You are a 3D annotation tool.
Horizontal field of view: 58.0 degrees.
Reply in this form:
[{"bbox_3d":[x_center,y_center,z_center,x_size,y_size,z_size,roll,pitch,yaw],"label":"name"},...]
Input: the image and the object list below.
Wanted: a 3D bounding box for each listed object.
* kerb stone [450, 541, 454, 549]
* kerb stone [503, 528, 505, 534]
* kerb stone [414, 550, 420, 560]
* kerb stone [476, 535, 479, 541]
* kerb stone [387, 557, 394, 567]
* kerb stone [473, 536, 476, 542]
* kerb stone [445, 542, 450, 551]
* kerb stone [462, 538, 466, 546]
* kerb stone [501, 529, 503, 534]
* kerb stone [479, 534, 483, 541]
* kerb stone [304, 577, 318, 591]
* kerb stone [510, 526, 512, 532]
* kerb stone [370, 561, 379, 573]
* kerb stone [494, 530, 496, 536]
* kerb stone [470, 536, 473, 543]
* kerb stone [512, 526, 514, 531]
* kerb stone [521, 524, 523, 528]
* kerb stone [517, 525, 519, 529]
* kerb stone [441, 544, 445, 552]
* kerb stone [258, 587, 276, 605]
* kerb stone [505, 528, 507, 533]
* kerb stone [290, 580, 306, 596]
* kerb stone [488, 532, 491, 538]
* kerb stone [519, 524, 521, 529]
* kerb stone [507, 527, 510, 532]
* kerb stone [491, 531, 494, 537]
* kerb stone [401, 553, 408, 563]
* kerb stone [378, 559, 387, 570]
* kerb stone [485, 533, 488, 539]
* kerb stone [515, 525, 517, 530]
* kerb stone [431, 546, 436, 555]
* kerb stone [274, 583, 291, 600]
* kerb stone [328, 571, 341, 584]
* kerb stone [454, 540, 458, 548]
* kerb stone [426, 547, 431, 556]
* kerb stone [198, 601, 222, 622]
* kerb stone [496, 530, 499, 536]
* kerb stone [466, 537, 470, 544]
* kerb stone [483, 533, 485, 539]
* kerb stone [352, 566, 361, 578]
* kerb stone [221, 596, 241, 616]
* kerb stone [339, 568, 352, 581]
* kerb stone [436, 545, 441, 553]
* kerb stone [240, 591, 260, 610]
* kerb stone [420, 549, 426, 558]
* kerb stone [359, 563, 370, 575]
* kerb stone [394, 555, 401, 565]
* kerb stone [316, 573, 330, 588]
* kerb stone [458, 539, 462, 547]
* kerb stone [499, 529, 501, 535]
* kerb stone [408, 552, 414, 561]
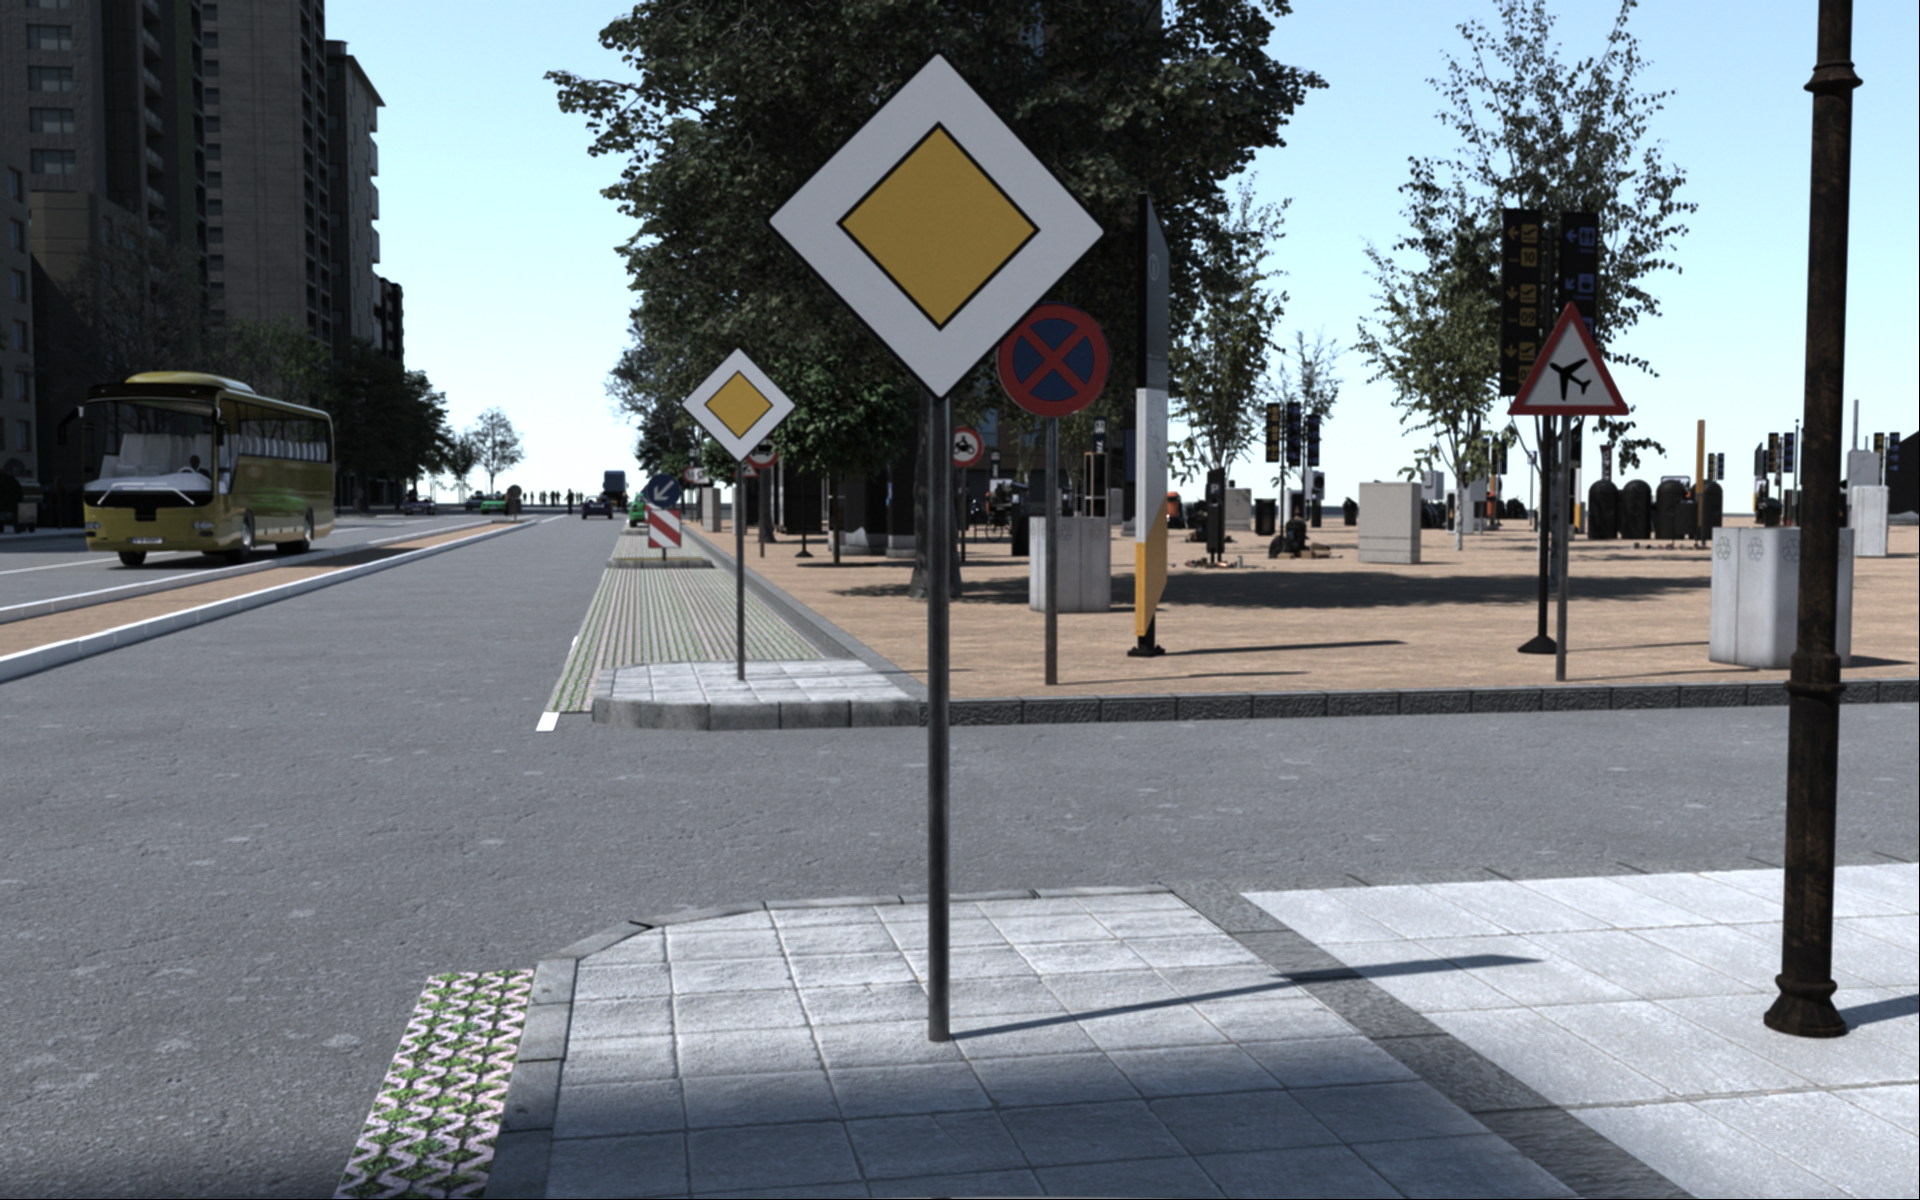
[{"bbox_3d":[-13.306,-1.391,44.940,0.120,0.150,1.000,-1,4,-10],"label":"kerb stone"},{"bbox_3d":[-16.478,-2.438,62.051,0.120,0.150,1.000,-1,4,-10],"label":"kerb stone"},{"bbox_3d":[-11.997,-0.959,37.879,0.120,0.150,1.000,-1,4,-10],"label":"kerb stone"},{"bbox_3d":[-14.609,-1.822,51.989,0.120,0.150,1.000,-1,4,-10],"label":"kerb stone"},{"bbox_3d":[-11.242,-0.712,33.843,0.120,0.150,1.000,-1,4,-10],"label":"kerb stone"},{"bbox_3d":[-14.428,-1.760,50.983,0.120,0.150,1.000,-1,4,-10],"label":"kerb stone"},{"bbox_3d":[-13.115,-1.329,43.931,0.120,0.150,1.000,-1,4,-10],"label":"kerb stone"},{"bbox_3d":[-13.864,-1.572,47.956,0.120,0.150,1.000,-1,4,-10],"label":"kerb stone"},{"bbox_3d":[-16.305,-2.376,61.042,0.120,0.150,1.000,-1,4,-10],"label":"kerb stone"},{"bbox_3d":[-14.795,-1.884,52.994,0.120,0.150,1.000,-1,4,-10],"label":"kerb stone"},{"bbox_3d":[-9.745,-0.219,25.775,0.120,0.150,1.000,-1,4,-10],"label":"kerb stone"},{"bbox_3d":[-17.041,-2.617,65.077,0.120,0.150,1.000,-1,4,-10],"label":"kerb stone"},{"bbox_3d":[-10.866,-0.586,31.834,0.120,0.150,1.000,-1,4,-10],"label":"kerb stone"},{"bbox_3d":[-15.726,-2.192,58.031,0.120,0.150,1.000,-1,4,-10],"label":"kerb stone"},{"bbox_3d":[-14.237,-1.699,49.971,0.120,0.150,1.000,-1,4,-10],"label":"kerb stone"},{"bbox_3d":[-17.228,-2.681,66.081,0.120,0.150,1.000,-1,4,-10],"label":"kerb stone"},{"bbox_3d":[-18.161,-2.992,71.121,0.120,0.150,1.000,-1,4,-10],"label":"kerb stone"},{"bbox_3d":[-17.790,-2.869,69.107,0.120,0.150,1.000,-1,4,-10],"label":"kerb stone"},{"bbox_3d":[-12.937,-1.268,42.922,0.120,0.150,1.000,-1,4,-10],"label":"kerb stone"},{"bbox_3d":[-9.185,-0.034,22.753,0.120,0.150,1.000,-1,4,-10],"label":"kerb stone"},{"bbox_3d":[-16.673,-2.499,63.059,0.120,0.150,1.000,-1,4,-10],"label":"kerb stone"},{"bbox_3d":[-9.554,-0.157,24.771,0.120,0.150,1.000,-1,4,-10],"label":"kerb stone"},{"bbox_3d":[-15.363,-2.068,56.014,0.120,0.150,1.000,-1,4,-10],"label":"kerb stone"},{"bbox_3d":[-17.980,-2.929,70.115,0.120,0.150,1.000,-1,4,-10],"label":"kerb stone"},{"bbox_3d":[-16.854,-2.561,64.065,0.120,0.150,1.000,-1,4,-10],"label":"kerb stone"},{"bbox_3d":[-15.543,-2.130,57.020,0.120,0.150,1.000,-1,4,-10],"label":"kerb stone"},{"bbox_3d":[-11.621,-0.836,35.867,0.120,0.150,1.000,-1,4,-10],"label":"kerb stone"},{"bbox_3d":[-11.056,-0.651,32.838,0.120,0.150,1.000,-1,4,-10],"label":"kerb stone"},{"bbox_3d":[-15.174,-2.007,55.009,0.120,0.150,1.000,-1,4,-10],"label":"kerb stone"},{"bbox_3d":[-17.604,-2.807,68.097,0.120,0.150,1.000,-1,4,-10],"label":"kerb stone"},{"bbox_3d":[-12.552,-1.141,40.900,0.120,0.150,1.000,-1,4,-10],"label":"kerb stone"},{"bbox_3d":[-9.371,-0.096,23.760,0.120,0.150,1.000,-1,4,-10],"label":"kerb stone"},{"bbox_3d":[-10.127,-0.343,27.805,0.120,0.150,1.000,-1,4,-10],"label":"kerb stone"},{"bbox_3d":[-13.493,-1.453,45.946,0.120,0.150,1.000,-1,4,-10],"label":"kerb stone"},{"bbox_3d":[-12.362,-1.082,39.891,0.120,0.150,1.000,-1,4,-10],"label":"kerb stone"},{"bbox_3d":[-8.618,0.151,19.734,0.120,0.150,1.000,-1,4,-10],"label":"kerb stone"},{"bbox_3d":[-15.915,-2.253,59.035,0.120,0.150,1.000,-1,4,-10],"label":"kerb stone"},{"bbox_3d":[-14.048,-1.635,48.961,0.120,0.150,1.000,-1,4,-10],"label":"kerb stone"},{"bbox_3d":[-14.988,-1.946,54.004,0.120,0.150,1.000,-1,4,-10],"label":"kerb stone"},{"bbox_3d":[-10.500,-0.462,29.819,0.120,0.150,1.000,-1,4,-10],"label":"kerb stone"},{"bbox_3d":[-8.812,0.089,20.737,0.120,0.150,1.000,-1,4,-10],"label":"kerb stone"},{"bbox_3d":[-10.306,-0.404,28.811,0.120,0.150,1.000,-1,4,-10],"label":"kerb stone"},{"bbox_3d":[-12.740,-1.201,41.916,0.120,0.150,1.000,-1,4,-10],"label":"kerb stone"},{"bbox_3d":[-8.996,0.027,21.749,0.120,0.150,1.000,-1,4,-10],"label":"kerb stone"},{"bbox_3d":[-12.179,-1.021,38.885,0.120,0.150,1.000,-1,4,-10],"label":"kerb stone"},{"bbox_3d":[-10.681,-0.528,30.827,0.120,0.150,1.000,-1,4,-10],"label":"kerb stone"},{"bbox_3d":[-11.430,-0.769,34.854,0.120,0.150,1.000,-1,4,-10],"label":"kerb stone"},{"bbox_3d":[-9.937,-0.279,26.792,0.120,0.150,1.000,-1,4,-10],"label":"kerb stone"},{"bbox_3d":[-13.681,-1.514,46.950,0.120,0.150,1.000,-1,4,-10],"label":"kerb stone"},{"bbox_3d":[-16.111,-2.315,60.038,0.120,0.150,1.000,-1,4,-10],"label":"kerb stone"},{"bbox_3d":[-11.804,-0.898,36.875,0.120,0.150,1.000,-1,4,-10],"label":"kerb stone"}]
